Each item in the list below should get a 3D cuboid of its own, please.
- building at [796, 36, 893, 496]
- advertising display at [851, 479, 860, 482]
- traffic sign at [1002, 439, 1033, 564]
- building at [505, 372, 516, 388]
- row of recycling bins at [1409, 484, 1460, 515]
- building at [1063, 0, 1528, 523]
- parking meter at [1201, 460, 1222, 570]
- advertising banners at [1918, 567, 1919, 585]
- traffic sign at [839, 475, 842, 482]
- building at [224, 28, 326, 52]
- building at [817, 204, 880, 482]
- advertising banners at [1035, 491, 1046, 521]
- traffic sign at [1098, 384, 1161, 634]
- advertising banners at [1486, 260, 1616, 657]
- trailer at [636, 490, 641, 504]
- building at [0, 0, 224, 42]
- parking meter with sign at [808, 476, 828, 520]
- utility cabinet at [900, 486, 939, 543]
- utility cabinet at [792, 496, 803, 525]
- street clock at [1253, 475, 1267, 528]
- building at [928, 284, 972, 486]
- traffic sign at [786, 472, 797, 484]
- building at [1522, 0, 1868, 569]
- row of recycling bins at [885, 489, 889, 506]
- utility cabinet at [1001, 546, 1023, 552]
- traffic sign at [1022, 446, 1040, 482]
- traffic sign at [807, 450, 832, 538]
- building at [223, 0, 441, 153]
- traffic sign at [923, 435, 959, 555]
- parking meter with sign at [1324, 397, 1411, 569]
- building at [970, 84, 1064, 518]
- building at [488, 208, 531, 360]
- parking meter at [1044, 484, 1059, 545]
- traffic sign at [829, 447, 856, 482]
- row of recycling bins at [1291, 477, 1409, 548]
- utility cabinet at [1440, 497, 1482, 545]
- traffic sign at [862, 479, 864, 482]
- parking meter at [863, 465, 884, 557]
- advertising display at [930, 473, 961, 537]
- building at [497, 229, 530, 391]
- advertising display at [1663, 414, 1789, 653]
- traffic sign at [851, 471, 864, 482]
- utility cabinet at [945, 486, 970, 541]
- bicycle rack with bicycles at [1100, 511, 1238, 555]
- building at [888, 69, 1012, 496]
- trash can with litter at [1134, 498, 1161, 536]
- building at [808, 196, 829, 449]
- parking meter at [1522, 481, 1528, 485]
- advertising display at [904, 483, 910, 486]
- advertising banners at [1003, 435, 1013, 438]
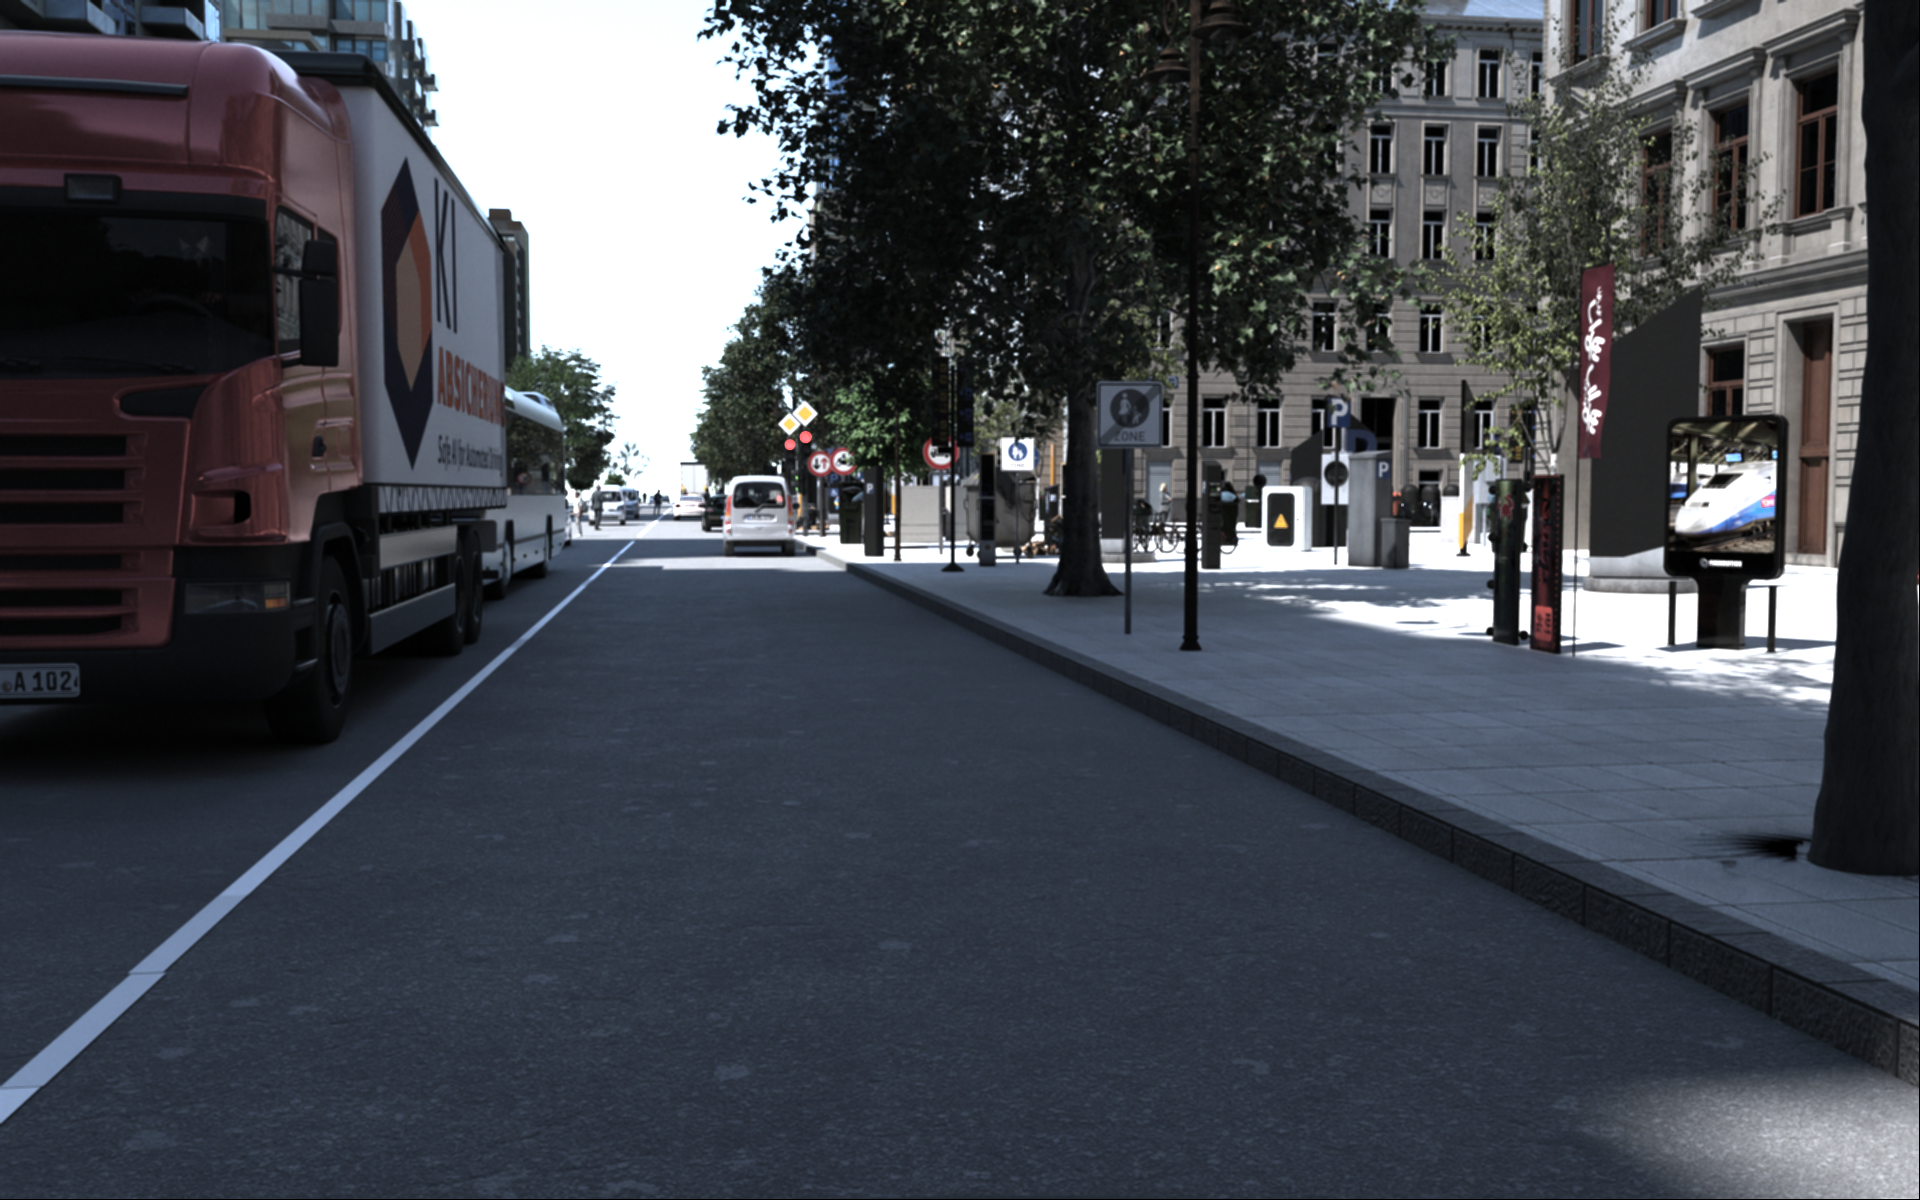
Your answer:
[{"bbox_3d":[-14.923,-59.087,278.735,22.319,86.520,31.000,-1,4,-9],"label":"building"},{"bbox_3d":[-4.300,-4.342,76.211,0.974,1.923,0.123,1,4,18],"label":"advertising display"},{"bbox_3d":[1.056,-1.812,31.752,0.606,2.300,0.079,0,4,0],"label":"traffic sign"},{"bbox_3d":[-76.400,-24.060,238.415,27.650,21.520,28.899,-1,4,-9],"label":"building"},{"bbox_3d":[20.411,-4.048,73.297,3.534,1.692,1.069,2,4,26],"label":"row of recycling bins"},{"bbox_3d":[18.036,-17.490,83.229,25.104,27.353,12.463,-1,4,-9],"label":"building"},{"bbox_3d":[4.279,-1.454,29.484,0.255,1.863,0.399,-1,4,-9],"label":"parking meter"},{"bbox_3d":[13.602,-1.727,24.417,2.074,3.025,0.090,-2,4,-24],"label":"advertising banners"},{"bbox_3d":[-7.390,-6.274,102.687,0.768,2.556,0.104,0,4,-1],"label":"traffic sign"},{"bbox_3d":[-62.350,-27.356,139.151,32.217,40.220,23.993,-1,4,-9],"label":"building"},{"bbox_3d":[-13.002,-34.177,242.395,14.154,41.232,14.086,-1,4,-9],"label":"building"},{"bbox_3d":[3.270,-5.304,82.901,2.074,3.025,0.090,-1,4,-12],"label":"advertising banners"},{"bbox_3d":[1.539,-0.837,15.813,0.606,2.300,0.079,0,4,-4],"label":"traffic sign"},{"bbox_3d":[4.768,-1.093,14.058,0.090,3.025,2.074,0,4,-7],"label":"advertising banners"},{"bbox_3d":[-45.899,-14.581,245.447,1.471,1.999,3.904,-1,4,-11],"label":"trailer"},{"bbox_3d":[-47.525,-46.953,80.361,22.319,86.520,31.000,-1,4,-9],"label":"building"},{"bbox_3d":[-5.806,-4.798,74.715,1.738,3.016,0.543,-2,4,-27],"label":"parking meter with sign"},{"bbox_3d":[-1.056,-2.227,45.092,1.173,1.500,0.318,-1,4,-13],"label":"utility cabinet"},{"bbox_3d":[-7.012,-3.724,72.056,1.020,1.237,0.306,-2,4,-35],"label":"utility cabinet"},{"bbox_3d":[11.188,-3.677,64.681,0.358,2.002,0.471,-3,5,-40],"label":"street clock"},{"bbox_3d":[5.823,-20.704,125.900,14.401,28.519,23.554,-1,4,-9],"label":"building"},{"bbox_3d":[-9.458,-5.928,97.021,0.768,2.556,0.104,-1,4,-9],"label":"traffic sign"},{"bbox_3d":[19.853,-11.904,30.781,11.583,22.565,21.152,-1,4,-9],"label":"building"},{"bbox_3d":[-3.994,-6.873,119.491,3.534,1.692,1.069,1,4,13],"label":"row of recycling bins"},{"bbox_3d":[1.146,-1.822,38.463,0.318,1.500,1.173,1,4,12],"label":"utility cabinet"},{"bbox_3d":[1.536,-2.555,41.876,0.768,2.556,0.104,0,4,0],"label":"traffic sign"},{"bbox_3d":[-4.079,-3.093,50.683,0.768,2.556,0.104,-1,4,-8],"label":"traffic sign"},{"bbox_3d":[-62.290,-33.443,166.399,23.786,49.044,30.456,-1,4,-9],"label":"building"},{"bbox_3d":[-0.397,-2.222,36.442,0.768,2.556,0.104,0,4,-4],"label":"traffic sign"},{"bbox_3d":[7.193,-2.091,30.443,0.543,3.016,1.738,-2,4,-30],"label":"parking meter with sign"},{"bbox_3d":[8.355,-19.469,104.229,13.634,28.700,20.117,-1,4,-9],"label":"building"},{"bbox_3d":[-75.495,-38.148,273.837,14.600,45.320,14.200,-1,4,-9],"label":"building"},{"bbox_3d":[2.286,-2.136,43.340,0.372,1.533,0.369,0,3,0],"label":"parking meter"},{"bbox_3d":[-3.149,-2.864,46.931,0.768,2.556,0.104,0,4,-1],"label":"traffic sign"},{"bbox_3d":[9.463,-2.170,42.597,3.534,1.692,1.069,-3,5,-40],"label":"row of recycling bins"},{"bbox_3d":[12.860,-2.037,44.460,0.306,1.237,1.020,-3,5,-44],"label":"utility cabinet"},{"bbox_3d":[-3.565,-3.978,67.162,0.606,2.300,0.079,0,4,-1],"label":"traffic sign"},{"bbox_3d":[-1.771,-1.822,35.504,0.399,1.863,0.255,3,5,41],"label":"parking meter"},{"bbox_3d":[-0.451,-2.879,52.278,0.974,1.923,0.123,-2,4,-24],"label":"advertising display"},{"bbox_3d":[-72.435,-35.264,260.152,14.154,41.232,14.086,-1,4,-9],"label":"building"},{"bbox_3d":[6.305,-0.556,14.301,0.123,1.923,0.974,-3,5,-39],"label":"advertising display"},{"bbox_3d":[-3.463,-3.688,60.409,0.768,2.556,0.104,0,4,-2],"label":"traffic sign"},{"bbox_3d":[0.147,-2.360,47.263,1.173,1.500,0.318,-3,4,-37],"label":"utility cabinet"},{"bbox_3d":[4.172,-1.456,37.188,2.852,0.926,2.925,-2,4,-30],"label":"bicycle rack with bicycles"},{"bbox_3d":[3.085,-43.977,157.282,20.563,71.187,20.611,-1,4,-9],"label":"building"},{"bbox_3d":[5.818,-2.590,53.729,1.055,1.170,0.624,-2,4,-28],"label":"trash can with litter"},{"bbox_3d":[-14.933,-37.073,256.257,14.600,45.320,14.200,-1,4,-9],"label":"building"},{"bbox_3d":[24.771,-4.306,76.118,0.255,1.863,0.399,0,4,0],"label":"parking meter"},{"bbox_3d":[-3.415,-6.613,113.341,0.123,1.923,0.974,1,4,20],"label":"advertising display"},{"bbox_3d":[0.959,-3.344,50.870,0.090,3.025,2.074,3,4,37],"label":"advertising banners"}]
